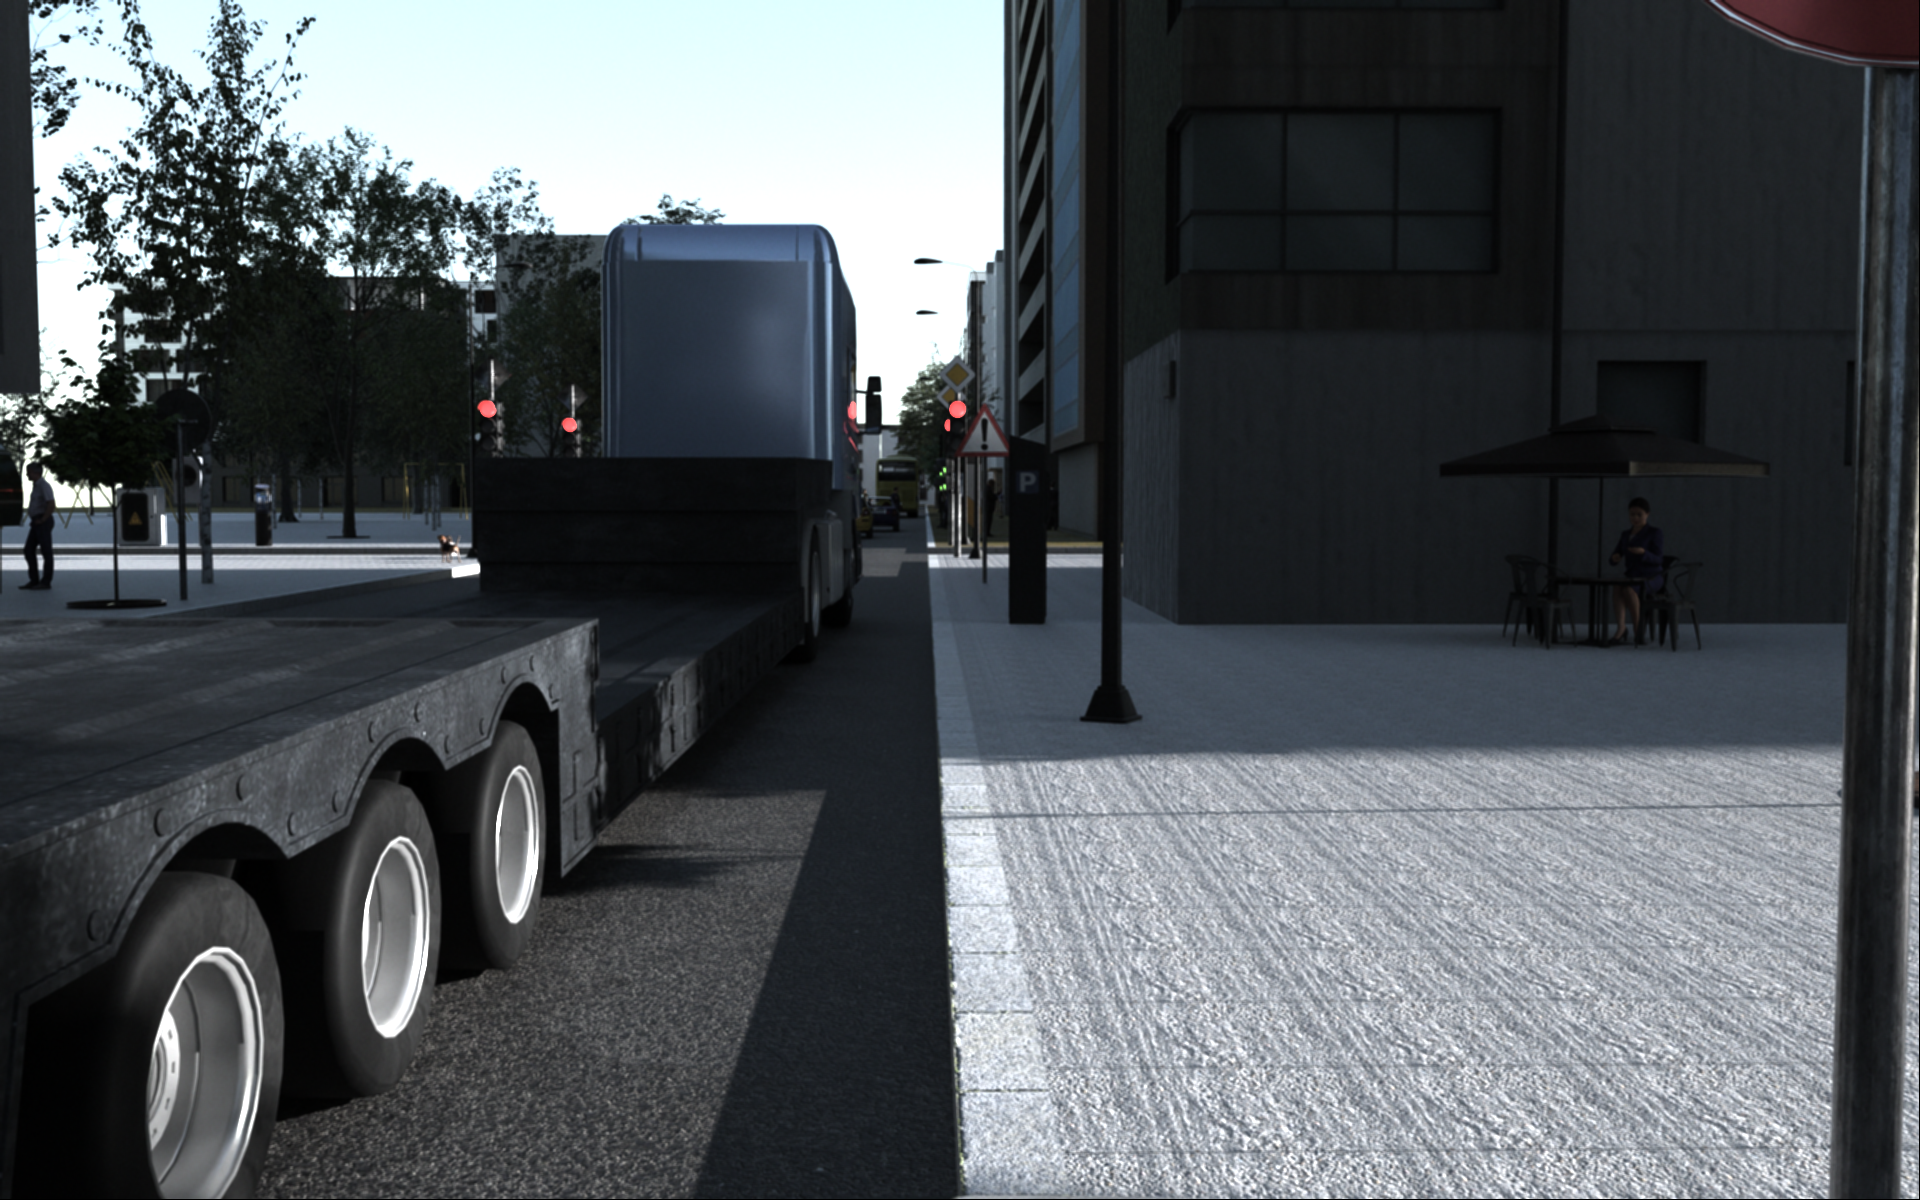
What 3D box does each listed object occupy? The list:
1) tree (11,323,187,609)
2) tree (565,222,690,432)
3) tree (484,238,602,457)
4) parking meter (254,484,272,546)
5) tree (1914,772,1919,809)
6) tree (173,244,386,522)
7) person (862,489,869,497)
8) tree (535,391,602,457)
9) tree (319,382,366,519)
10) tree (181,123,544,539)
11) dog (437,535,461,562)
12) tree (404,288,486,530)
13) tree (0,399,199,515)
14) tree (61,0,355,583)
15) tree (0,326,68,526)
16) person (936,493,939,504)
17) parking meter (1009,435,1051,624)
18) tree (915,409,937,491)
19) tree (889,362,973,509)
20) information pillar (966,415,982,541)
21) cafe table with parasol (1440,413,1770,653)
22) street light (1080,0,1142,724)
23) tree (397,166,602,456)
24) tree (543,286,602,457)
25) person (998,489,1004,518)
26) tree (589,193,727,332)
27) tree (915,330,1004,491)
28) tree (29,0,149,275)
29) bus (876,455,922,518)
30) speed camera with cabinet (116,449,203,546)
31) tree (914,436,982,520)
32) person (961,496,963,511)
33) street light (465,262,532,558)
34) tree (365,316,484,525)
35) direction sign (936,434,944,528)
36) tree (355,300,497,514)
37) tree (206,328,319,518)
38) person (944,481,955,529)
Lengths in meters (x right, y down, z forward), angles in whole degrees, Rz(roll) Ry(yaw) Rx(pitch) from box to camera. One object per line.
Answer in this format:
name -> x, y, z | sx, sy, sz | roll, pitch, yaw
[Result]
tree -> -9.686, -1.542, 19.808 | 1.663, 3.219, 1.824 | 0, 3, 0
tree -> -10.090, -7.623, 59.051 | 7.601, 10.594, 8.767 | 0, 4, 3
tree -> -10.768, -6.067, 49.551 | 4.737, 8.622, 4.395 | 0, 3, 0
parking meter -> -17.202, -2.101, 42.757 | 0.372, 1.533, 0.369 | 0, 3, 0
tree -> 4.283, -0.760, 7.030 | 1.663, 3.219, 1.824 | 0, 3, 0
tree -> -30.799, -9.894, 78.779 | 9.611, 12.733, 9.660 | 0, 3, 0
person -> -7.158, -7.439, 130.220 | 1.348, 1.812, 0.705 | 3, 4, 37
tree -> -24.347, -9.698, 108.924 | 4.360, 8.622, 3.978 | 0, 3, 0
tree -> -32.094, -8.385, 87.462 | 4.360, 8.622, 3.978 | 0, 3, 0
tree -> -17.916, -7.603, 50.066 | 9.928, 11.665, 9.643 | 0, 3, 0
dog -> -9.615, -0.964, 32.589 | 0.540, 0.507, 0.406 | 0, 4, 1
tree -> -18.802, -6.757, 60.832 | 4.737, 8.622, 4.395 | 0, 3, 0
tree -> -54.612, -8.501, 101.889 | 20.602, 7.101, 11.467 | -1, 4, -9
tree -> -10.906, -4.562, 24.946 | 4.737, 8.622, 4.395 | 0, 3, 0
tree -> -37.429, -7.218, 68.383 | 4.360, 8.622, 3.978 | 0, 3, 0
person -> -1.561, -7.423, 128.124 | 0.721, 1.735, 1.217 | 1, 4, 20
parking meter -> 0.691, -0.699, 17.139 | 0.399, 1.863, 0.255 | 0, 4, 7
tree -> -1.369, -11.627, 140.470 | 4.737, 8.622, 4.395 | 0, 3, 0
tree -> -2.403, -14.152, 149.515 | 7.486, 12.596, 7.792 | 0, 3, 0
information pillar -> 0.365, -3.451, 47.777 | 0.504, 3.616, 0.183 | 0, 4, 0
cafe table with parasol -> 5.454, -0.604, 14.749 | 2.610, 1.966, 2.610 | 1, 4, 23
street light -> 0.318, -2.270, 9.660 | 1.470, 5.913, 1.316 | 0, 4, -1
tree -> -25.258, -14.825, 98.274 | 12.611, 20.169, 13.585 | 0, 3, 0
tree -> -20.331, -9.802, 86.017 | 9.928, 11.665, 9.643 | 0, 3, 0
person -> 2.178, -5.149, 92.293 | 0.319, 1.574, 0.516 | 0, 4, -1
tree -> -11.097, -10.187, 73.211 | 9.857, 13.997, 8.962 | 0, 3, 0
tree -> -0.181, -7.843, 78.596 | 4.360, 8.622, 3.978 | 0, 3, 0
tree -> -31.197, -11.983, 51.814 | 12.611, 20.169, 13.585 | 0, 3, 0
bus -> -3.823, -7.152, 108.483 | 2.896, 3.916, 12.252 | 0, 4, -1
speed camera with cabinet -> -19.675, -2.958, 42.707 | 2.038, 3.252, 0.660 | 0, 4, -4
tree -> -0.577, -6.254, 85.964 | 4.285, 4.588, 4.351 | 0, 3, 0
person -> 0.319, -7.215, 127.238 | 0.697, 1.427, 0.421 | 0, 4, 7
street light -> -9.268, -3.810, 34.840 | 1.470, 5.913, 1.316 | 0, 4, -1
tree -> -22.281, -7.493, 72.877 | 4.360, 8.622, 3.978 | 0, 3, 0
direction sign -> -0.718, -4.519, 65.879 | 0.379, 3.537, 0.876 | 0, 4, 4
tree -> -35.252, -12.585, 112.424 | 9.857, 13.997, 8.962 | 0, 3, 0
tree -> -28.396, -7.329, 70.192 | 4.360, 8.622, 3.978 | 0, 3, 0
person -> -0.321, -3.501, 63.735 | 0.683, 1.767, 0.568 | 3, 5, 39
